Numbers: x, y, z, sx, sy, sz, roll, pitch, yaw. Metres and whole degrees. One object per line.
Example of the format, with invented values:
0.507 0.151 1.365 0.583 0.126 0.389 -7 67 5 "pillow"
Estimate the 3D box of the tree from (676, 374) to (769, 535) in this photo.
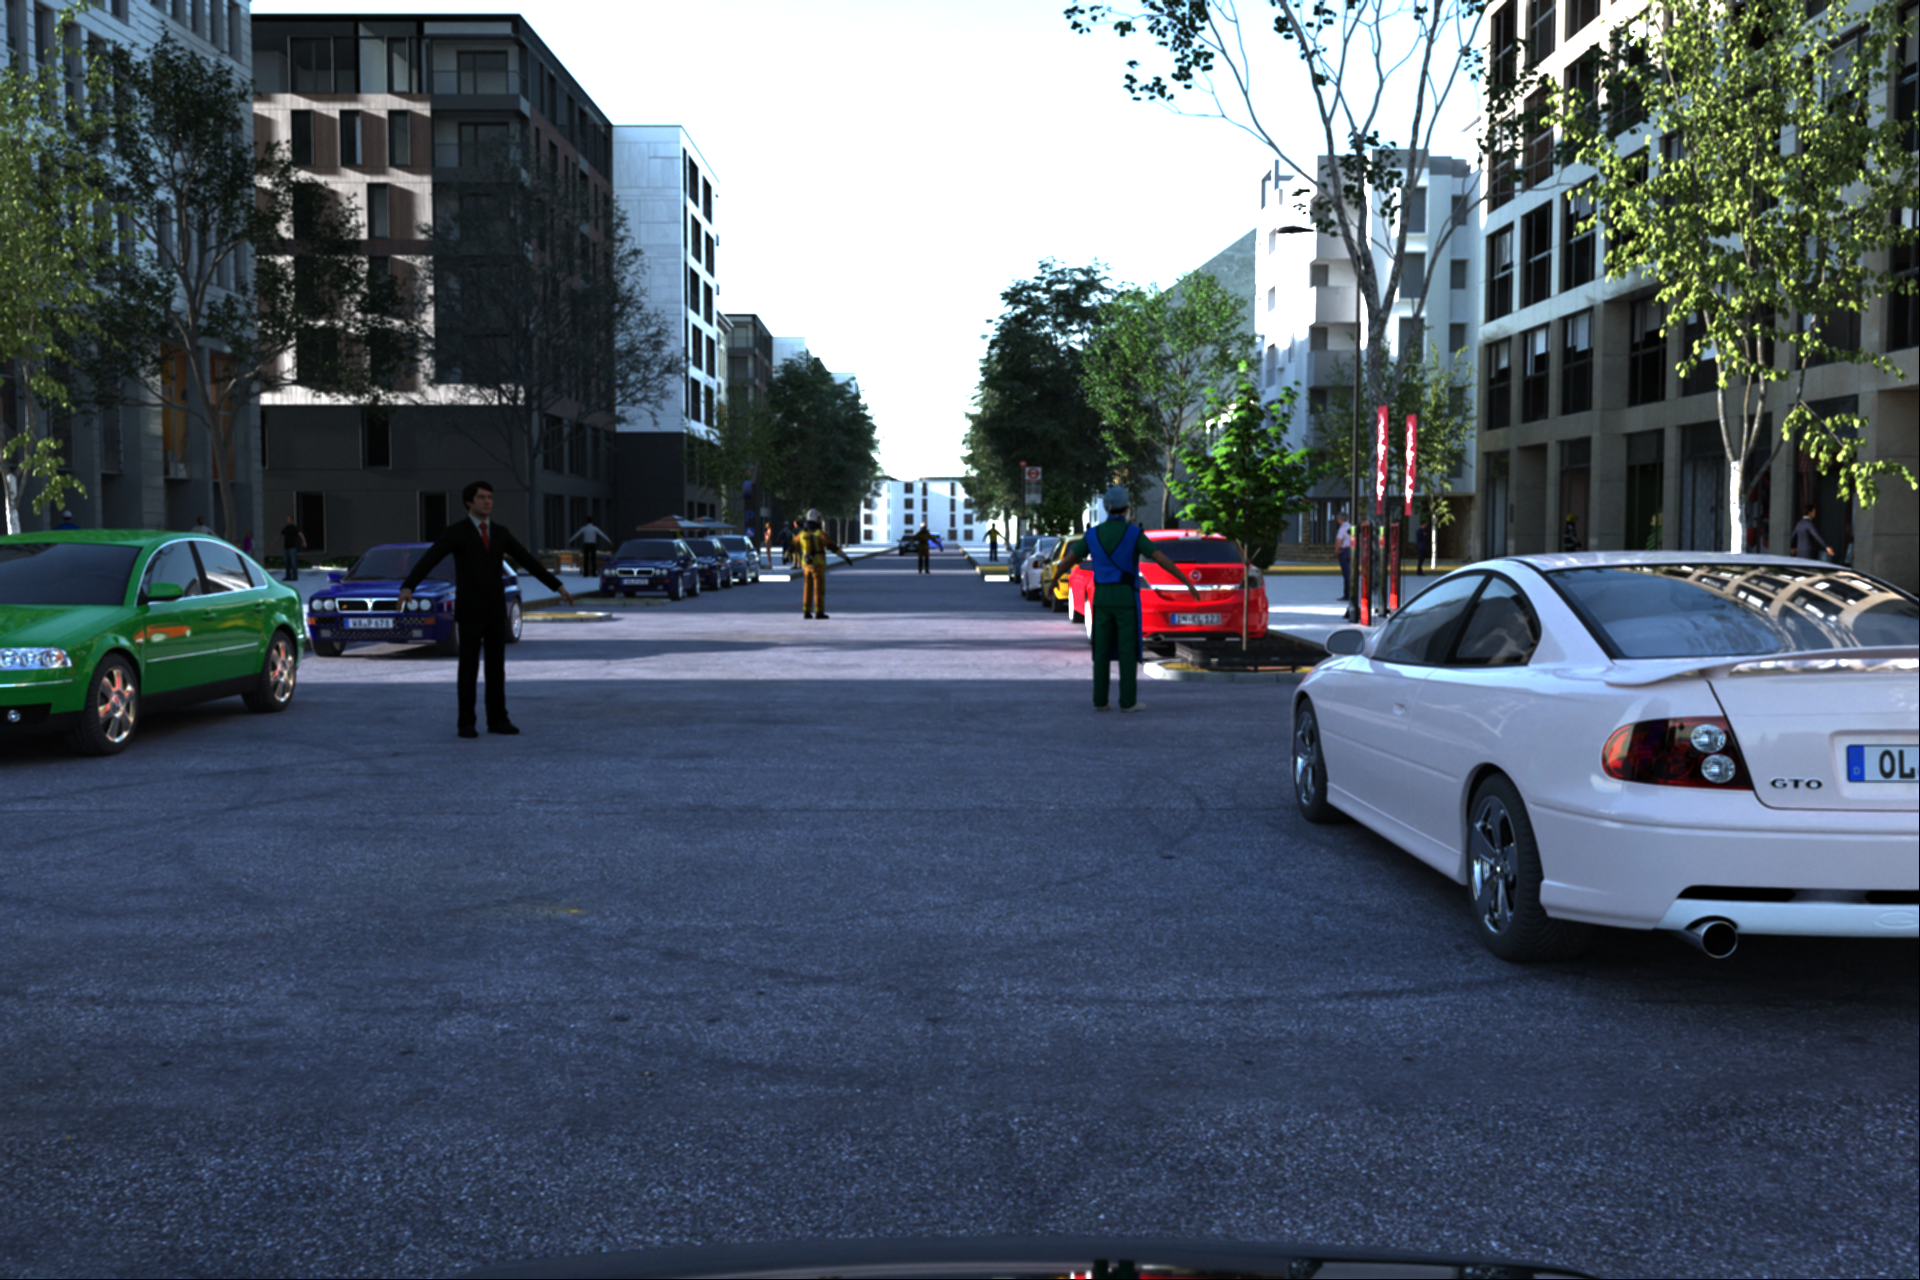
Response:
-10.678 -7.848 78.680 4.737 8.622 4.395 0 3 0 "tree"

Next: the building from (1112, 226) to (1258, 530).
21.502 -18.248 129.276 19.493 23.208 18.063 0 3 0 "building"

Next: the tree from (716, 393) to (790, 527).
-10.769 -8.594 90.872 4.737 8.622 4.395 0 3 0 "tree"

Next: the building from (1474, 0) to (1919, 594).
27.658 -14.673 43.097 19.350 26.588 34.151 0 3 0 "building"

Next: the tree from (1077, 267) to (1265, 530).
8.121 -8.645 67.094 9.928 11.665 9.643 0 3 0 "tree"

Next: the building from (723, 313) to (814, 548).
-29.770 -20.344 176.600 27.936 21.610 32.646 0 4 -1 "building"

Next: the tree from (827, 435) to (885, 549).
-10.259 -13.583 147.833 9.928 11.665 9.643 0 3 0 "tree"

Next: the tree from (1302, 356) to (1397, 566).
16.025 -7.327 70.164 4.737 8.622 4.395 0 3 0 "tree"

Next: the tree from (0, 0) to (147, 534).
-12.418 -4.395 22.217 4.737 8.622 4.395 0 3 0 "tree"

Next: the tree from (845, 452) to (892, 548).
-10.447 -13.722 158.765 8.767 10.594 7.601 0 4 -2 "tree"

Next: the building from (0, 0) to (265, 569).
-29.693 -16.361 44.996 11.434 29.767 29.804 0 4 0 "building"

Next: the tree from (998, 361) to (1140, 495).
5.475 -9.511 89.915 8.767 10.594 7.601 0 4 7 "tree"

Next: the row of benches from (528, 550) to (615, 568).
-15.132 -3.065 65.569 4.104 0.672 1.422 1 4 11 "row of benches"

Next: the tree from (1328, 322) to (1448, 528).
14.349 -6.546 57.397 4.737 8.622 4.395 0 3 0 "tree"

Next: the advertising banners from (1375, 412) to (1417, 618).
6.544 -1.824 26.012 0.090 3.025 2.074 0 4 0 "advertising banners"

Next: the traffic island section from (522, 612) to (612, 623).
-6.886 -0.367 28.868 1.991 0.108 1.994 0 4 -1 "traffic island section"

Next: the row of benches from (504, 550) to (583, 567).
-16.825 -3.187 67.571 4.104 0.672 1.422 0 4 0 "row of benches"

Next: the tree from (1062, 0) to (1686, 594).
8.449 -10.964 35.144 12.611 20.169 13.585 0 3 0 "tree"

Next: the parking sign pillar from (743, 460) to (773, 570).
-7.524 -4.541 62.713 1.447 3.967 1.447 0 4 1 "parking sign pillar"

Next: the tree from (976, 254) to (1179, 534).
5.246 -10.459 77.662 9.857 13.997 8.962 0 3 0 "tree"

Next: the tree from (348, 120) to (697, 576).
-13.148 -8.694 52.520 12.009 13.543 11.850 0 3 0 "tree"

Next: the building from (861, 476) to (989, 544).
-9.925 -18.576 248.322 28.070 9.664 9.099 0 4 5 "building"

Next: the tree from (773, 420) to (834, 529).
-10.028 -9.856 111.502 4.360 8.622 3.978 0 3 0 "tree"

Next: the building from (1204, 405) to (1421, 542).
21.544 -10.030 106.131 9.099 9.664 28.070 0 4 0 "building"

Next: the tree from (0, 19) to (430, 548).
-13.516 -5.947 31.641 7.601 10.594 8.767 2 4 33 "tree"

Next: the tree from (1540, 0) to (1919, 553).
8.163 -4.132 17.927 4.737 8.622 4.395 0 3 0 "tree"

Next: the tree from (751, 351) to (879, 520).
-10.102 -13.055 120.096 9.857 13.997 8.962 0 3 0 "tree"

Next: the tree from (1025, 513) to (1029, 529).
9.743 -17.941 243.696 4.737 8.622 4.395 0 3 0 "tree"

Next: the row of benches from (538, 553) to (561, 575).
-13.247 -2.462 55.721 1.422 0.672 4.104 -1 4 -11 "row of benches"

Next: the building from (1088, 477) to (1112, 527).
21.314 -16.507 212.031 9.099 9.664 28.070 0 4 -1 "building"

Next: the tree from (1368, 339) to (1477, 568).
17.558 -6.983 64.531 4.737 8.622 4.395 0 3 0 "tree"

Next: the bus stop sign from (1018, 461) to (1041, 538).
2.519 -4.535 62.854 0.855 3.939 0.416 0 4 -1 "bus stop sign"

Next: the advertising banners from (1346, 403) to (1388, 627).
5.698 -1.716 24.247 0.090 3.025 2.074 0 4 0 "advertising banners"

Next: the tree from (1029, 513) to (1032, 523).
4.857 -10.478 121.672 4.360 8.622 3.978 0 3 0 "tree"

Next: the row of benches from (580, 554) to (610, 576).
-11.330 -2.356 53.975 1.422 0.672 4.104 -1 4 -18 "row of benches"

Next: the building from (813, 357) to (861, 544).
-27.027 -22.742 215.798 27.936 21.610 32.646 0 4 -1 "building"

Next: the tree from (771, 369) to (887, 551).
-10.107 -13.689 130.477 9.857 13.997 8.962 0 3 0 "tree"

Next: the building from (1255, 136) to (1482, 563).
20.437 -14.213 88.800 16.016 20.090 11.380 0 4 -1 "building"

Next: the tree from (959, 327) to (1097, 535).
4.799 -12.120 104.817 9.857 13.997 8.962 0 3 0 "tree"

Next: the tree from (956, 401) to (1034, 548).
4.233 -15.425 158.846 9.857 13.997 8.962 0 3 0 "tree"

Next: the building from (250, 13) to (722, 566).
-27.817 -14.721 84.671 27.936 21.610 32.646 0 4 0 "building"

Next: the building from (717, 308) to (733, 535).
-25.966 -17.473 116.605 19.493 23.208 18.063 0 4 -1 "building"

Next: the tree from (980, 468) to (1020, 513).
5.064 -13.344 143.923 9.928 11.665 9.643 0 3 0 "tree"

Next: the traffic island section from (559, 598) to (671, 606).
-6.959 -0.761 35.306 1.991 0.108 1.994 0 4 1 "traffic island section"

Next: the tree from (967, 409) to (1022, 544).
4.584 -12.590 131.604 9.928 11.665 9.643 0 3 0 "tree"
